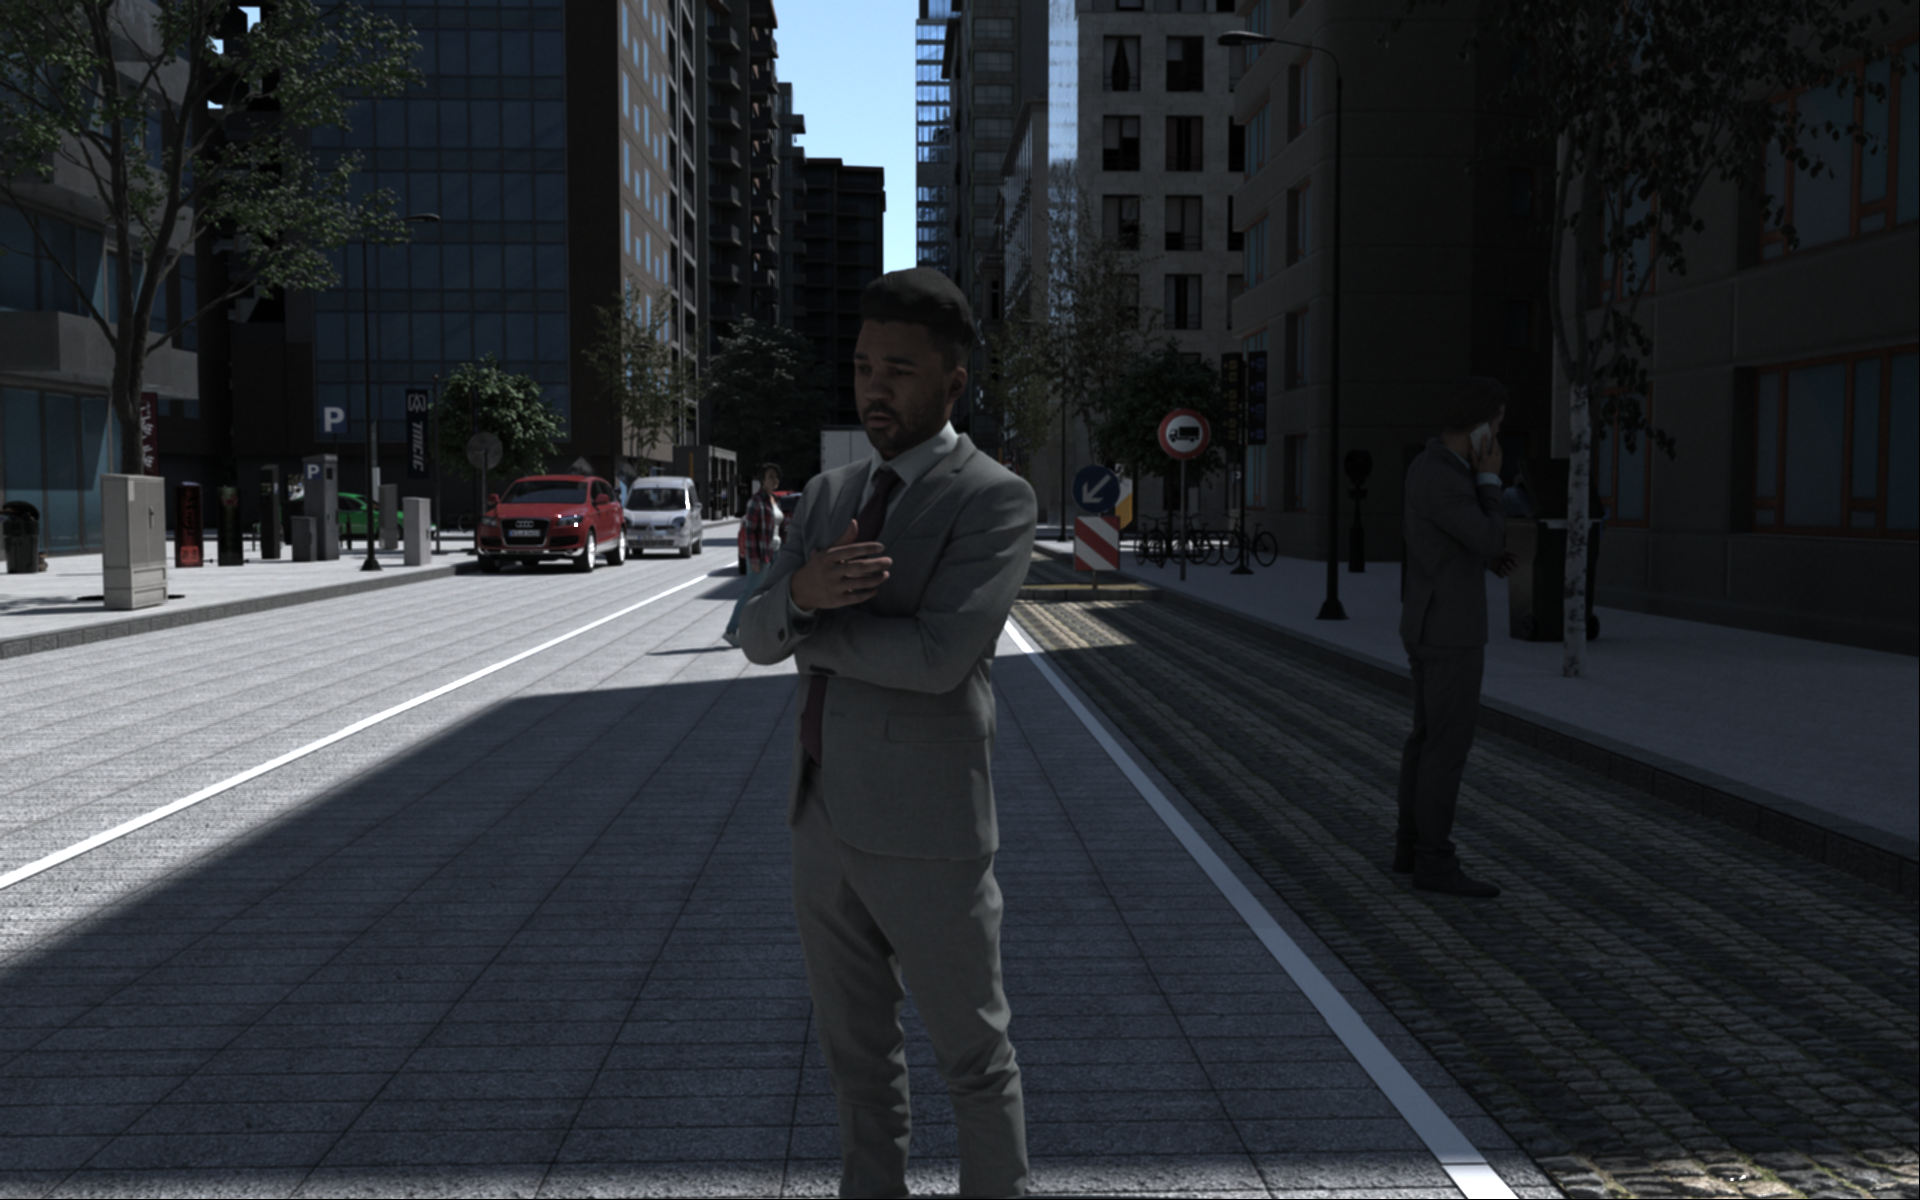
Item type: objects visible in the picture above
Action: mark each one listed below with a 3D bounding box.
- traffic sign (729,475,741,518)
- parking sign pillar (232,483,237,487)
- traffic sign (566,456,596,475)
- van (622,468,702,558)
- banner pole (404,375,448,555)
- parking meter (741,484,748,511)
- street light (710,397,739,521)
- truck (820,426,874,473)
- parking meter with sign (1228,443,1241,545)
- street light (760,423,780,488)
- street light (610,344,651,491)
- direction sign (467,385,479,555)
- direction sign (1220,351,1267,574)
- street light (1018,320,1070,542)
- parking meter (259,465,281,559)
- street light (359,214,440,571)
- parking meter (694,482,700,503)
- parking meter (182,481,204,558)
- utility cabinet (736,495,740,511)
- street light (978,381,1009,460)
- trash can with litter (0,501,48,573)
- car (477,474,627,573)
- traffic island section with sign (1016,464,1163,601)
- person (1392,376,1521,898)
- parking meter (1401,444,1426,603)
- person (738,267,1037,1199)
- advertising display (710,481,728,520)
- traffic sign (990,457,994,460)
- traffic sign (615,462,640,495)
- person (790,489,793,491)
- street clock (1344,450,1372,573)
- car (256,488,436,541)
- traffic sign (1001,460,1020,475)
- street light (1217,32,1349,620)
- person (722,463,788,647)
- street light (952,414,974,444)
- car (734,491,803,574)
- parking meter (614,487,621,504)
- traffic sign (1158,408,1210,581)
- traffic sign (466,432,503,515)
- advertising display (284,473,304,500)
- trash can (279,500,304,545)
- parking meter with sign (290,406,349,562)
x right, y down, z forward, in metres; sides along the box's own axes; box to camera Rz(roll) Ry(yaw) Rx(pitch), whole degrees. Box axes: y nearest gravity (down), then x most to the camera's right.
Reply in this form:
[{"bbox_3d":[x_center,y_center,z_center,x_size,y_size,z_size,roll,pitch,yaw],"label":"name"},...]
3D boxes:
[{"bbox_3d":[-11.892,-5.466,91.501,0.606,2.300,0.079,0,4,6],"label":"traffic sign"},{"bbox_3d":[-49.858,-8.006,119.378,1.447,3.967,1.447,0,4,8],"label":"parking sign pillar"},{"bbox_3d":[-10.066,-2.594,46.051,0.795,2.450,0.064,0,4,-2],"label":"traffic sign"},{"bbox_3d":[-6.904,-2.011,39.894,2.013,2.044,4.112,0,4,-4],"label":"van"},{"bbox_3d":[-11.216,-2.835,36.362,0.863,3.779,0.401,-3,4,-36],"label":"banner pole"},{"bbox_3d":[-12.078,-5.581,96.959,0.255,1.863,0.399,-3,4,-38],"label":"parking meter"},{"bbox_3d":[-11.290,-6.767,83.183,1.470,5.913,1.316,0,4,-2],"label":"street light"},{"bbox_3d":[-4.499,-5.351,76.395,2.839,4.237,11.283,0,4,0],"label":"truck"},{"bbox_3d":[7.023,-2.887,43.463,0.543,3.016,1.738,1,4,18],"label":"parking meter with sign"},{"bbox_3d":[-12.404,-8.570,112.666,1.470,5.913,1.316,0,4,-2],"label":"street light"},{"bbox_3d":[-10.279,-4.973,53.851,1.470,5.913,1.316,0,4,-2],"label":"street light"},{"bbox_3d":[-10.182,-2.712,36.334,0.379,3.537,0.876,-2,4,-27],"label":"direction sign"},{"bbox_3d":[4.529,-2.185,27.723,0.379,3.537,0.876,-3,5,-44],"label":"direction sign"},{"bbox_3d":[2.243,-4.520,46.440,1.470,5.913,1.316,0,4,-2],"label":"street light"},{"bbox_3d":[-13.607,-1.739,34.148,0.255,1.863,0.399,0,4,-1],"label":"parking meter"},{"bbox_3d":[-9.328,-3.445,28.865,1.470,5.913,1.316,0,4,-2],"label":"street light"},{"bbox_3d":[-12.716,-4.780,83.866,0.255,1.863,0.399,0,4,-3],"label":"parking meter"},{"bbox_3d":[-15.390,-1.610,34.734,0.372,1.533,0.369,0,3,0],"label":"parking meter"},{"bbox_3d":[-16.514,-7.151,128.079,0.306,1.237,1.020,-1,4,-20],"label":"utility cabinet"},{"bbox_3d":[1.449,-6.024,71.038,1.470,5.913,1.316,0,4,-2],"label":"street light"},{"bbox_3d":[-15.266,-1.028,28.195,0.624,1.170,1.055,-1,4,-14],"label":"trash can with litter"},{"bbox_3d":[-7.749,-1.503,33.240,2.281,1.827,5.304,0,4,-1],"label":"car"},{"bbox_3d":[1.691,-0.940,23.998,1.989,1.847,2.006,0,4,-2],"label":"traffic island section with sign"},{"bbox_3d":[1.820,0.123,6.299,0.447,1.846,0.655,0,4,1],"label":"person"},{"bbox_3d":[5.423,-0.902,20.455,0.399,1.863,0.255,-3,5,-44],"label":"parking meter"},{"bbox_3d":[-0.135,0.356,2.866,0.511,1.800,0.466,2,4,26],"label":"person"},{"bbox_3d":[-12.071,-4.988,86.760,0.974,1.923,0.123,1,4,16],"label":"advertising display"},{"bbox_3d":[0.821,-2.617,46.437,0.795,2.450,0.064,0,4,-2],"label":"traffic sign"},{"bbox_3d":[-10.366,-3.082,54.030,0.795,2.450,0.064,0,4,-2],"label":"traffic sign"},{"bbox_3d":[-11.753,-6.876,121.113,0.537,1.800,0.526,1,4,11],"label":"person"},{"bbox_3d":[6.495,-1.452,28.305,0.358,2.002,0.471,-1,4,-23],"label":"street clock"},{"bbox_3d":[-17.057,-2.415,48.285,4.718,1.807,1.959,0,4,-2],"label":"car"},{"bbox_3d":[1.843,-3.953,64.745,0.768,2.556,0.104,0,4,-1],"label":"traffic sign"},{"bbox_3d":[3.282,-2.756,17.603,1.470,5.913,1.316,0,4,-2],"label":"street light"},{"bbox_3d":[-1.875,-0.425,16.284,0.643,1.720,0.563,1,4,21],"label":"person"},{"bbox_3d":[0.258,-7.838,100.693,1.470,5.913,1.316,0,4,-2],"label":"street light"},{"bbox_3d":[-3.175,-1.434,32.484,2.155,1.783,4.494,0,4,-4],"label":"car"},{"bbox_3d":[-12.002,-3.181,60.425,0.372,1.533,0.369,0,3,0],"label":"parking meter"},{"bbox_3d":[3.310,-1.562,25.642,0.768,2.556,0.104,0,4,2],"label":"traffic sign"},{"bbox_3d":[-9.791,-2.174,35.648,0.768,2.556,0.104,0,4,2],"label":"traffic sign"},{"bbox_3d":[-20.266,-2.922,52.985,0.123,1.923,0.974,1,4,19],"label":"advertising display"},{"bbox_3d":[-16.813,-1.962,43.735,0.748,1.137,0.748,0,3,0],"label":"trash can"},{"bbox_3d":[-12.349,-2.270,33.371,0.543,3.016,1.738,0,4,2],"label":"parking meter with sign"}]
